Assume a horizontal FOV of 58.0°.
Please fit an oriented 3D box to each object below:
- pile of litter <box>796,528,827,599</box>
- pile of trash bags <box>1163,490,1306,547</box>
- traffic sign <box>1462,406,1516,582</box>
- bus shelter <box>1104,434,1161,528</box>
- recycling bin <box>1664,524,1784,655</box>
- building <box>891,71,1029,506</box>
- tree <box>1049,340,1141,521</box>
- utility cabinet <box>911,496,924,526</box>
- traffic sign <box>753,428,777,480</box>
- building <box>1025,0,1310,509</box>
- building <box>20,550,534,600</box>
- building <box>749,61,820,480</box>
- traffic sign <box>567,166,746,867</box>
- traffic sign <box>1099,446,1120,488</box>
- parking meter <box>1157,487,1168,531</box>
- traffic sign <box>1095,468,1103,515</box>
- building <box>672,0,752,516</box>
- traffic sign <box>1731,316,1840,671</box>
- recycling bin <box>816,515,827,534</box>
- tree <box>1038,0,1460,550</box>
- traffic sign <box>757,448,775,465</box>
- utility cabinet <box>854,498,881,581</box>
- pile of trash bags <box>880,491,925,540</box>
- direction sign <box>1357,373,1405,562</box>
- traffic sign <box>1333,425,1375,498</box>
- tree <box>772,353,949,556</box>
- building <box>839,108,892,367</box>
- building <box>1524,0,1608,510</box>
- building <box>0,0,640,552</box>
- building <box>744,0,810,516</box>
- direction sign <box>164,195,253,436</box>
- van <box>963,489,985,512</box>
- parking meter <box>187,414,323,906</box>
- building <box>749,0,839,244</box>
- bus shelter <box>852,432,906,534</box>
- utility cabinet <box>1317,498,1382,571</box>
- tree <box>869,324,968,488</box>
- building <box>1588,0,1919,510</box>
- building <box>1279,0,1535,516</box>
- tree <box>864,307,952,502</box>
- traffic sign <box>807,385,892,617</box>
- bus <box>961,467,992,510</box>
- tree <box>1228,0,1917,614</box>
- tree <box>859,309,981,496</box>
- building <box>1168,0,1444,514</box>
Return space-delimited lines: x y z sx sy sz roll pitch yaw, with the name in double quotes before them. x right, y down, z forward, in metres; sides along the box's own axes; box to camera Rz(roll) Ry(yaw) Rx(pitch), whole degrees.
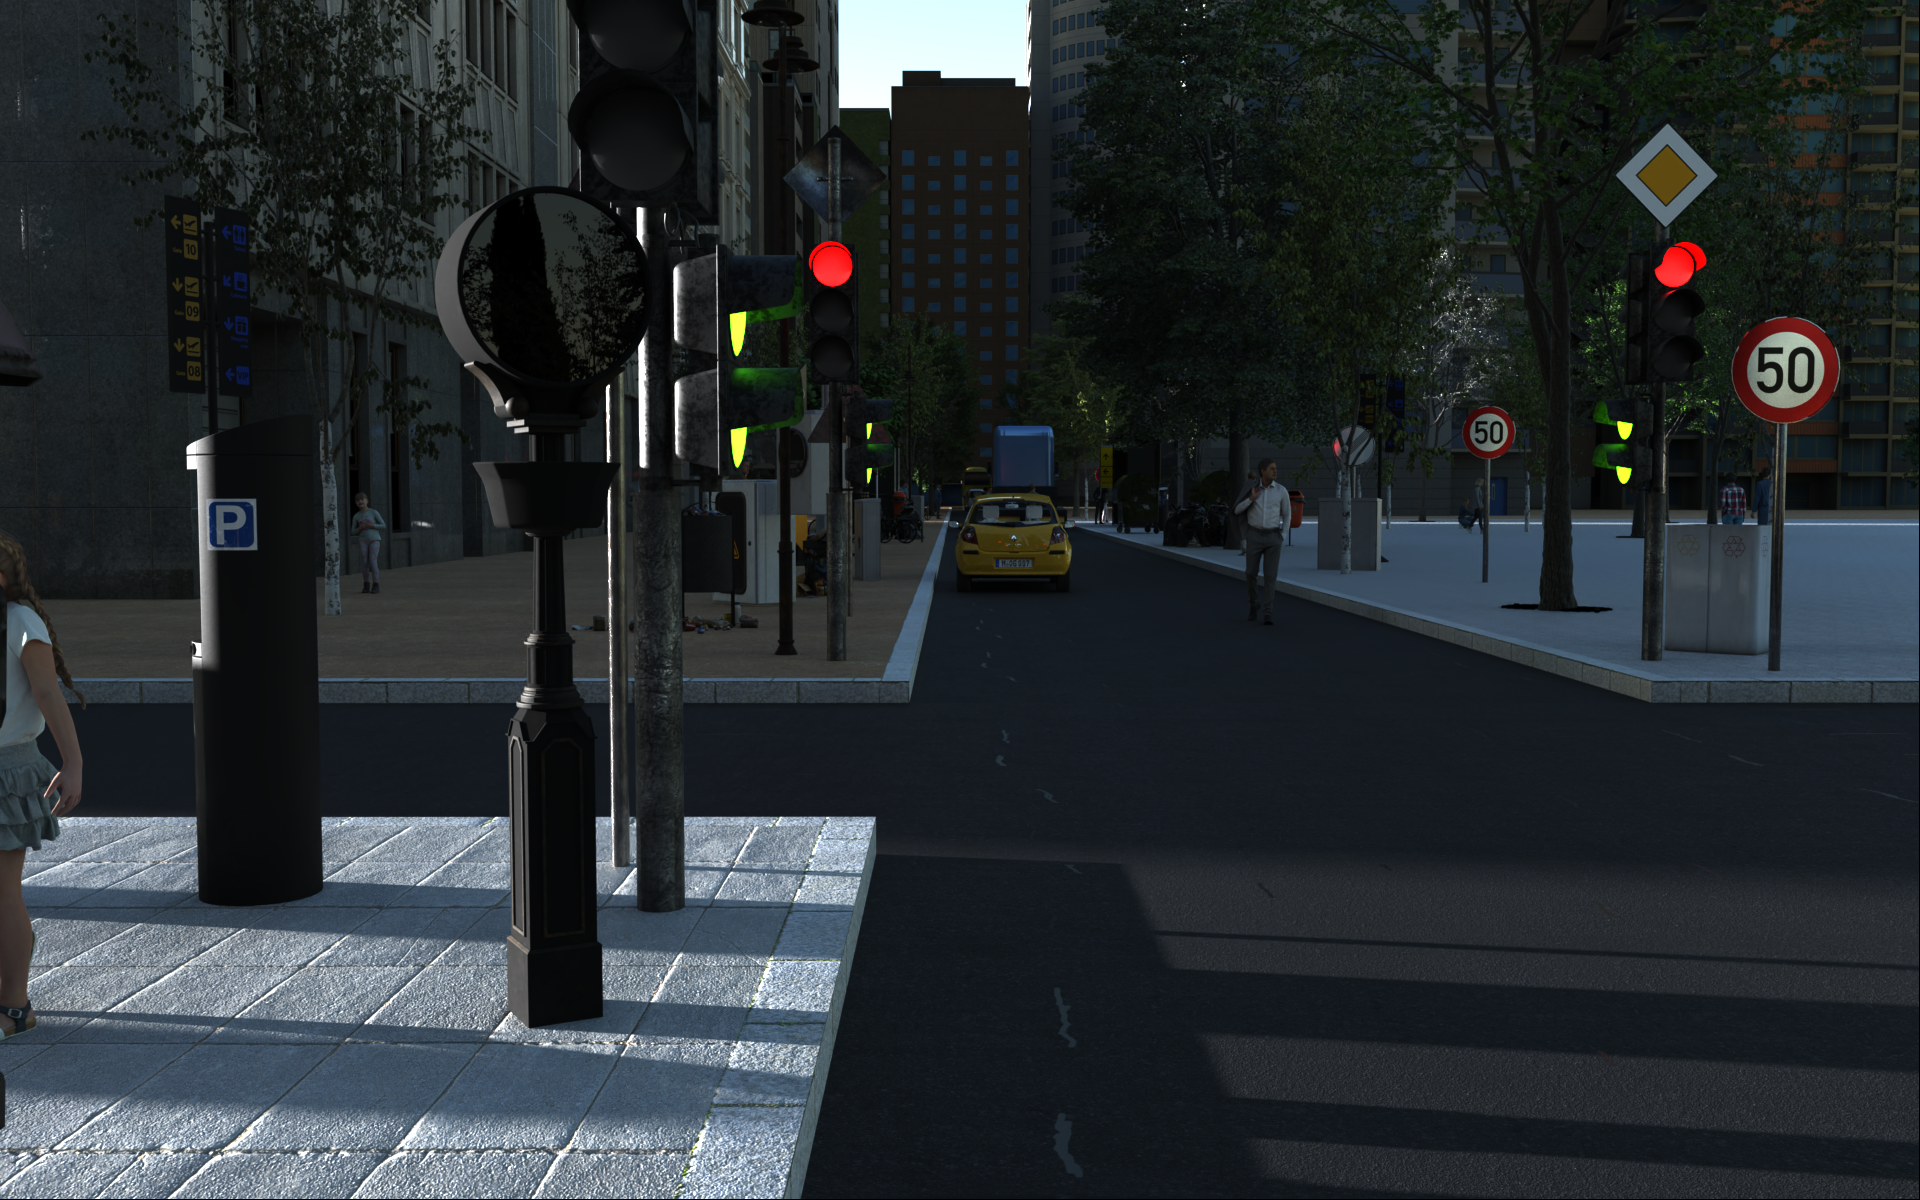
"pile of litter" -2.044 -0.498 22.099 1.176 0.858 1.719 1 4 13
"pile of trash bags" 6.753 -2.005 42.542 3.447 1.369 1.912 0 4 -1
"traffic sign" 7.630 -1.528 25.089 0.768 2.556 0.104 0 4 1
"bus shelter" 6.794 -4.719 68.431 1.731 3.624 6.357 0 4 0
"recycling bin" 6.272 -0.101 14.213 0.722 1.027 0.722 3 5 42
"building" -0.017 -32.828 186.853 14.200 45.320 14.600 0 4 0
"tree" 6.307 -8.119 83.106 4.737 8.622 4.395 0 3 0
"utility cabinet" -1.951 -3.600 70.023 1.020 1.237 0.306 2 4 30
"traffic sign" -2.638 -1.529 25.107 0.768 2.556 0.104 0 4 8
"building" 21.553 -39.619 189.770 28.212 58.520 21.231 0 4 0
"building" -15.349 -12.977 30.204 12.078 24.808 19.932 0 4 0
"building" -17.196 -21.256 119.240 14.160 30.474 14.107 0 4 0
"traffic sign" -1.171 -0.361 5.907 0.884 2.594 0.081 0 4 4
"traffic sign" 7.003 -4.834 72.903 2.265 3.308 0.079 1 4 9
"parking meter" 7.049 -3.167 60.197 0.372 1.533 0.369 0 3 0
"traffic sign" 6.631 -4.889 80.047 0.768 2.556 0.104 0 4 5
"building" -16.006 -17.374 69.965 13.634 28.700 20.117 0 4 0
"traffic sign" 5.920 -0.759 12.517 0.768 2.556 0.104 0 4 2
"recycling bin" -3.084 -1.816 42.249 0.722 1.027 0.722 -1 4 -21
"tree" 6.432 -8.136 39.679 9.857 13.997 8.962 0 3 0
"traffic sign" -3.163 -1.838 30.152 0.768 2.556 0.104 0 4 3
"utility cabinet" -1.403 -0.912 26.074 0.306 1.237 1.020 -1 4 -10
"pile of trash bags" -1.915 -2.466 50.075 1.912 1.369 3.447 0 4 4
"direction sign" 7.907 -2.484 32.612 0.876 3.537 0.379 1 4 18
"traffic sign" 7.294 -1.960 32.147 0.768 2.556 0.104 0 4 8
"tree" -2.635 -3.200 36.027 4.285 4.588 4.351 0 3 0
"building" -14.180 -30.782 186.882 14.086 41.232 14.154 0 4 0
"building" 45.276 -30.485 148.536 14.200 45.320 14.600 0 4 0
"building" -16.665 -14.194 50.096 12.078 24.808 19.932 0 4 0
"building" -25.085 -24.956 99.905 32.217 40.220 23.993 0 4 0
"direction sign" -5.868 -1.322 13.614 0.379 3.537 0.876 1 4 18
"van" 1.303 -8.195 141.000 2.013 2.044 4.112 0 4 -1
"parking meter" -2.247 0.177 5.525 0.372 1.533 0.369 0 3 0
"building" -23.672 -33.766 141.307 27.495 52.752 28.713 0 4 0
"bus shelter" -3.070 -4.993 59.269 2.179 5.291 8.768 0 3 0
"utility cabinet" 6.586 -1.108 29.277 1.020 1.237 0.306 2 4 30
"tree" -2.006 -7.664 75.677 4.360 8.622 3.978 0 3 0
"building" 67.379 -30.069 146.253 28.867 44.769 22.147 0 4 0
"building" 25.041 -34.938 113.230 21.231 58.520 28.212 0 4 0
"tree" -2.155 -7.191 67.935 4.737 8.622 4.395 0 3 0
"traffic sign" -1.156 -1.106 18.081 0.884 2.594 0.081 0 4 3
"bus" 1.509 -10.132 157.198 2.896 3.916 12.252 0 3 0
"tree" 6.440 -5.695 18.861 9.928 11.665 9.643 0 3 0
"tree" -2.277 -9.308 86.604 8.767 10.594 7.601 3 5 44
"building" 24.668 -36.673 141.608 21.231 58.520 28.212 0 4 0
